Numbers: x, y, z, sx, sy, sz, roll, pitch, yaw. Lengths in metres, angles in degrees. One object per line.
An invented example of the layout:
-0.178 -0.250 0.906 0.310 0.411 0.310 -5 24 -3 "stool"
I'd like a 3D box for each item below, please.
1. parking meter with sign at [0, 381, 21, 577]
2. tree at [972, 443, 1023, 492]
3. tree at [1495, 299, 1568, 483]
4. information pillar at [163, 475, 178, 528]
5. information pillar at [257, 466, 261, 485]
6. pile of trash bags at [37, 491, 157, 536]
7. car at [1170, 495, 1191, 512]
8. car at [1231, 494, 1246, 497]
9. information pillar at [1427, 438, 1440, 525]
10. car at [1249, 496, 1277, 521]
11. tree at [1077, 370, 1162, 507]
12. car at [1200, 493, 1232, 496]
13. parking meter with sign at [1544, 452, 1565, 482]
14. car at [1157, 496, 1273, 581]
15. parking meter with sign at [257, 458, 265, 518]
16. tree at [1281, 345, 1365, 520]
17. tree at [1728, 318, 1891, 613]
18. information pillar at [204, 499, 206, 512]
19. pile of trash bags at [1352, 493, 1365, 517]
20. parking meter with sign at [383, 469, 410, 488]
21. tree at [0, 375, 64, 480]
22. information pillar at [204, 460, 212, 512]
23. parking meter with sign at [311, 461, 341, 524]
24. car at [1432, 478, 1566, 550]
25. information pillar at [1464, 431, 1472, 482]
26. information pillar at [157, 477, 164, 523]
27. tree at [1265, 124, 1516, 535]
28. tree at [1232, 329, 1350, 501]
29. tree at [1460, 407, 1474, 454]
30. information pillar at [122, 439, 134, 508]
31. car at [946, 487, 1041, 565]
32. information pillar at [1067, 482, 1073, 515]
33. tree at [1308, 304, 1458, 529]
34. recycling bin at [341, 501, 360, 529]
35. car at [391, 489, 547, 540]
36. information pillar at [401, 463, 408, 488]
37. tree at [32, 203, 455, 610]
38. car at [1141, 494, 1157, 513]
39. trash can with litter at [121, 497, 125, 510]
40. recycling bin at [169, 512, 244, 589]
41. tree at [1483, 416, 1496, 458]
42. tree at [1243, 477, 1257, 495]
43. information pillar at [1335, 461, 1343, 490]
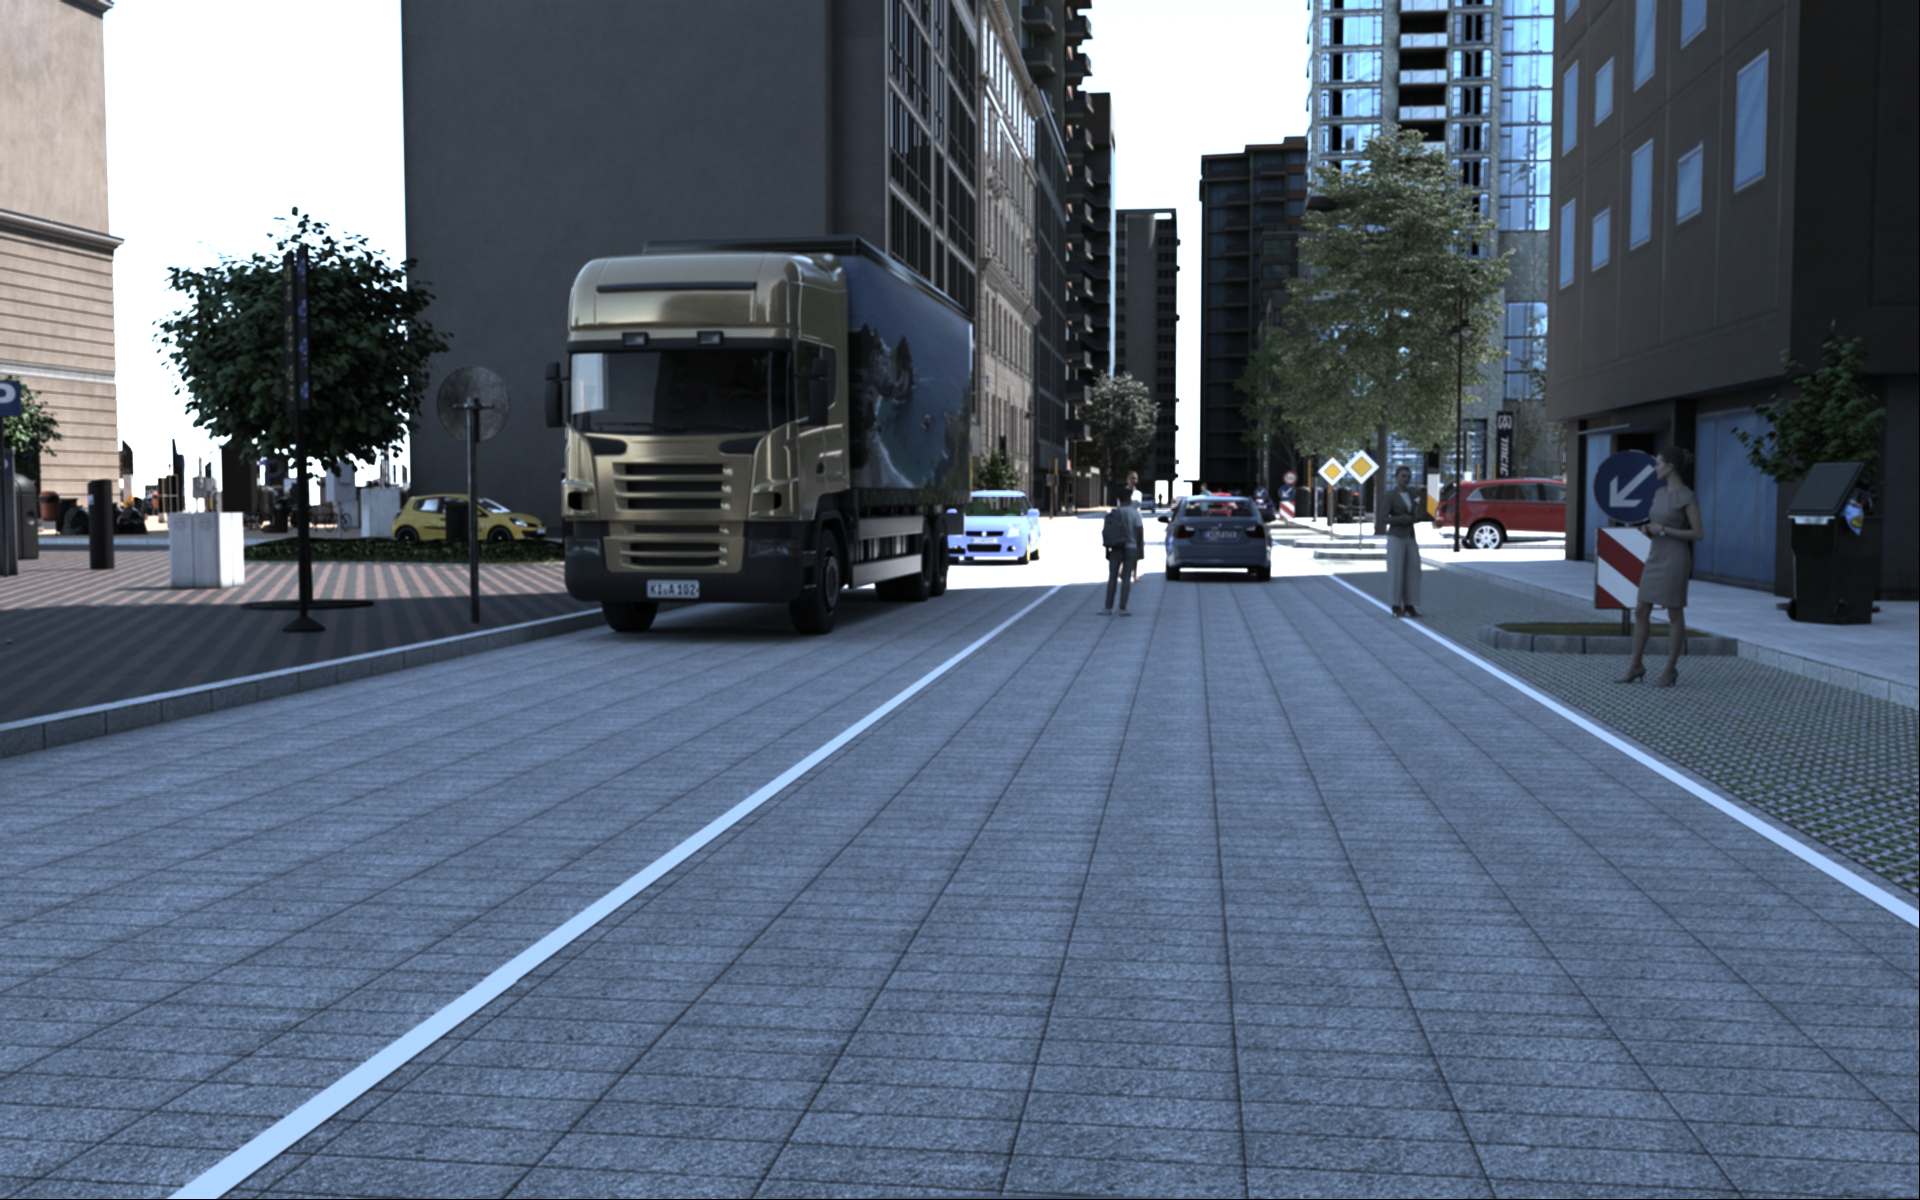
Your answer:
-15.168 -1.904 27.393 0.543 3.016 1.738 -2 4 -31 "parking meter with sign"
1.281 -4.352 65.749 1.663 3.219 1.824 0 3 0 "tree"
21.759 -6.797 61.485 4.360 8.622 3.978 0 3 0 "tree"
-29.984 -3.757 65.925 0.304 2.012 0.304 3 4 38 "information pillar"
-36.459 -6.031 89.964 0.183 3.616 0.504 0 4 5 "information pillar"
-27.300 -2.717 54.170 1.912 1.369 3.447 1 4 19 "pile of trash bags"
18.407 -7.998 143.126 2.083 1.381 4.827 0 4 8 "car"
21.705 -7.688 135.489 2.009 1.686 4.222 0 4 8 "car"
19.505 -4.889 71.295 0.504 3.616 0.183 2 4 33 "information pillar"
15.903 -4.867 92.161 1.945 1.354 3.894 1 4 9 "car"
15.907 -16.611 178.239 9.857 13.997 8.962 0 3 0 "tree"
10.415 -3.763 70.559 2.155 1.783 4.494 1 4 9 "car"
24.531 -4.609 71.619 1.738 3.016 0.543 -2 4 -28 "parking meter with sign"
4.427 -1.100 29.991 2.014 1.417 4.499 0 4 6 "car"
-30.232 -4.715 73.358 1.738 3.016 0.543 2 4 27 "parking meter with sign"
17.459 -8.179 84.081 4.360 8.622 3.978 0 3 0 "tree"
9.683 -1.502 19.154 1.663 3.219 1.824 0 3 0 "tree"
-52.361 -7.083 120.299 0.304 2.012 0.304 -2 4 -30 "information pillar"
22.875 -5.397 97.992 1.912 1.369 3.447 -1 4 -11 "pile of trash bags"
-38.470 -7.434 117.802 1.738 3.016 0.543 1 4 18 "parking meter with sign"
-22.750 -3.464 40.349 4.285 4.588 4.351 0 3 0 "tree"
-51.539 -7.797 118.835 0.504 3.616 0.183 0 4 -2 "information pillar"
-26.741 -4.719 73.415 1.738 3.016 0.543 1 4 21 "parking meter with sign"
14.180 -2.034 41.933 5.304 1.827 2.281 1 4 10 "car"
18.942 -4.483 64.656 0.183 3.616 0.504 3 5 44 "information pillar"
-34.901 -4.363 75.825 0.304 2.012 0.304 1 4 11 "information pillar"
13.519 -8.286 53.607 7.486 12.596 7.792 0 3 0 "tree"
20.766 -11.139 107.872 9.928 11.665 9.643 0 3 0 "tree"
27.767 -9.230 101.266 4.737 8.622 4.395 0 3 0 "tree"
-35.314 -5.023 73.475 0.504 3.616 0.183 1 4 19 "information pillar"
0.731 -1.634 36.309 1.945 1.707 3.694 0 4 8 "car"
6.589 -6.091 104.080 0.304 2.012 0.304 -1 4 -13 "information pillar"
15.016 -6.909 63.329 4.737 8.622 4.395 0 3 0 "tree"
-22.850 -3.197 64.818 0.722 1.027 0.722 -1 4 -17 "recycling bin"
-12.953 -2.177 45.822 3.980 1.641 2.015 1 4 9 "car"
-41.391 -8.425 129.107 0.504 3.616 0.183 1 4 9 "information pillar"
-7.434 -2.208 19.808 4.285 4.588 4.351 0 3 0 "tree"
14.096 -7.394 132.887 2.014 1.417 4.499 0 4 6 "car"
-34.672 -3.627 70.691 1.055 1.170 0.624 -1 4 -19 "trash can with litter"
-10.361 -0.690 23.830 0.722 1.027 0.722 0 4 4 "recycling bin"
37.248 -10.092 115.371 4.360 8.622 3.978 0 3 0 "tree"
33.058 -12.415 197.589 1.663 3.219 1.824 0 3 0 "tree"
25.327 -7.615 115.861 0.504 3.616 0.183 3 4 36 "information pillar"
